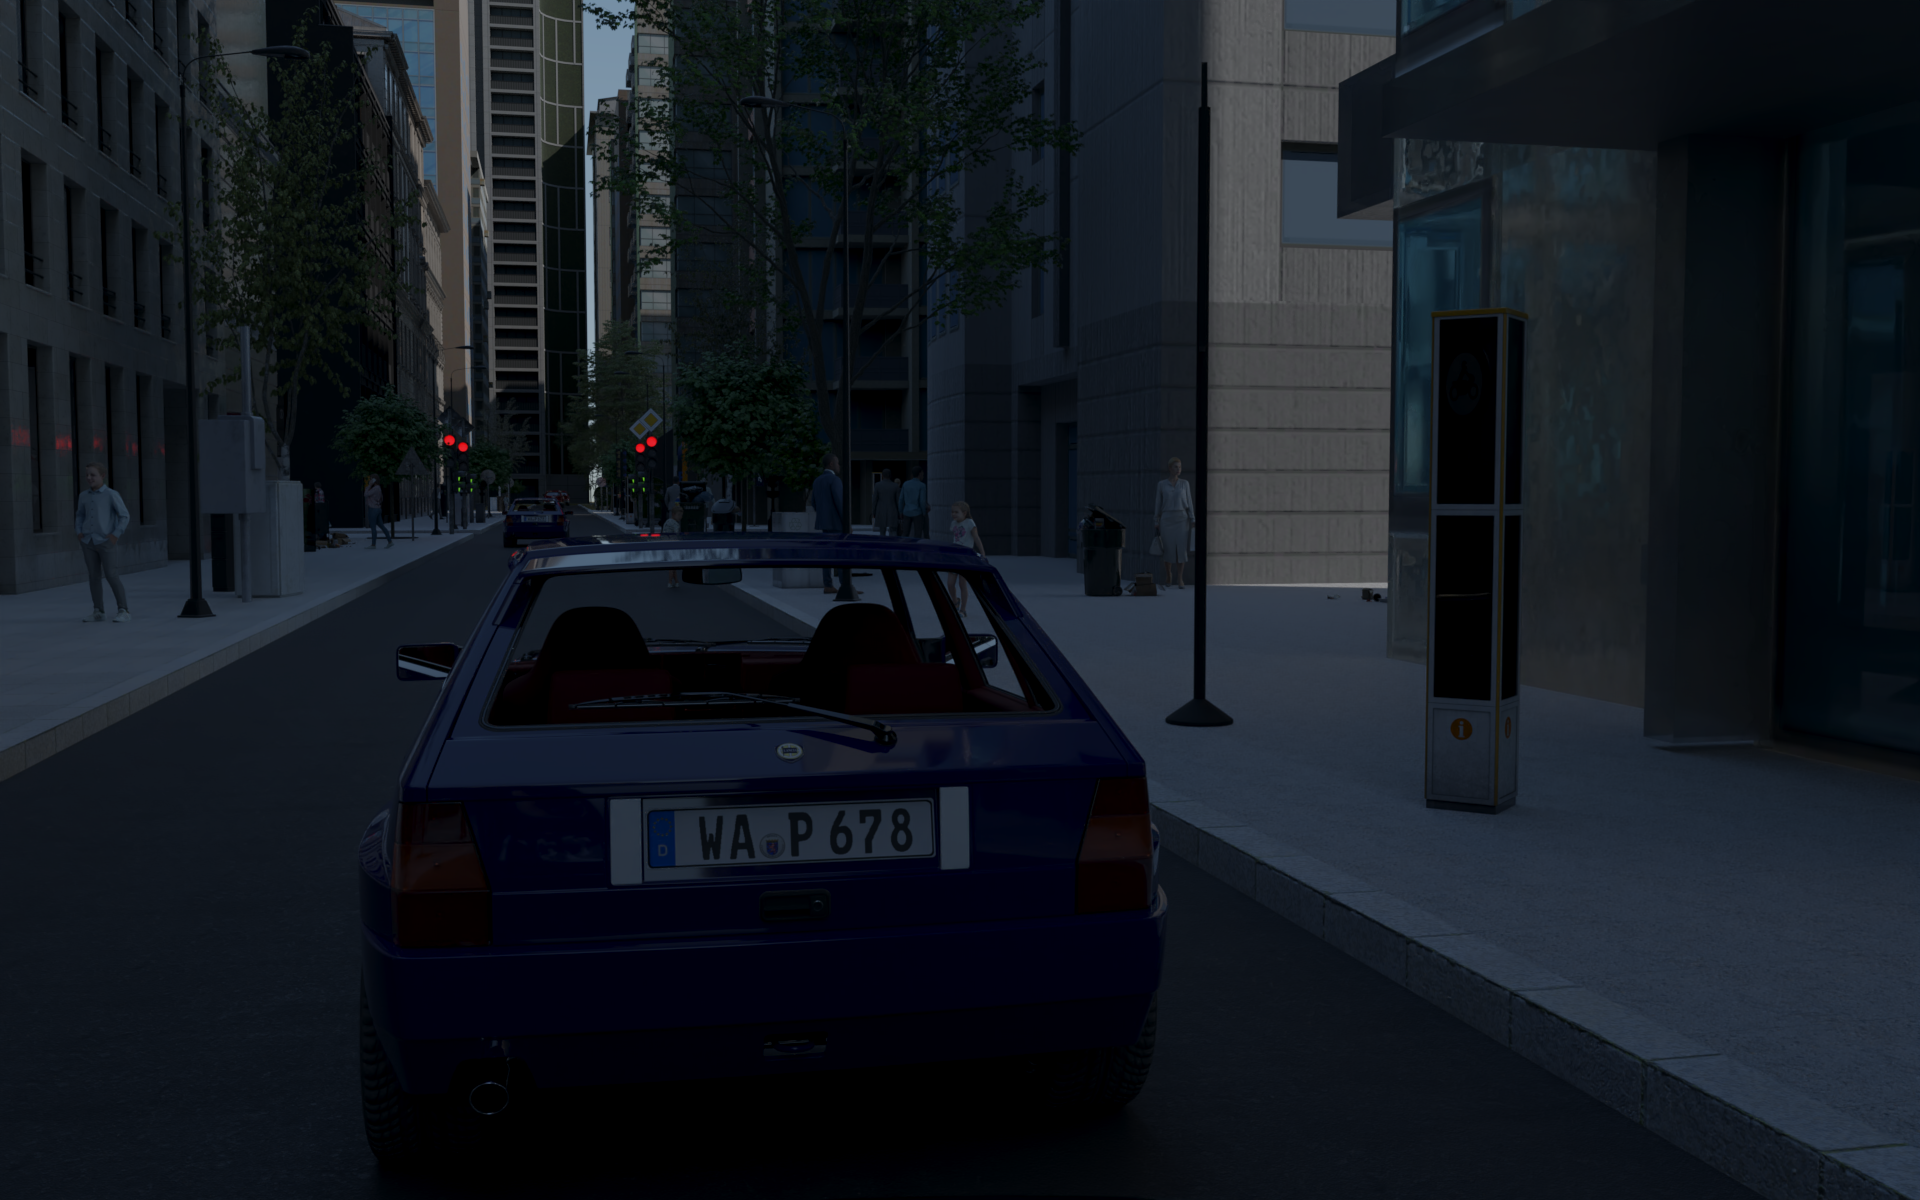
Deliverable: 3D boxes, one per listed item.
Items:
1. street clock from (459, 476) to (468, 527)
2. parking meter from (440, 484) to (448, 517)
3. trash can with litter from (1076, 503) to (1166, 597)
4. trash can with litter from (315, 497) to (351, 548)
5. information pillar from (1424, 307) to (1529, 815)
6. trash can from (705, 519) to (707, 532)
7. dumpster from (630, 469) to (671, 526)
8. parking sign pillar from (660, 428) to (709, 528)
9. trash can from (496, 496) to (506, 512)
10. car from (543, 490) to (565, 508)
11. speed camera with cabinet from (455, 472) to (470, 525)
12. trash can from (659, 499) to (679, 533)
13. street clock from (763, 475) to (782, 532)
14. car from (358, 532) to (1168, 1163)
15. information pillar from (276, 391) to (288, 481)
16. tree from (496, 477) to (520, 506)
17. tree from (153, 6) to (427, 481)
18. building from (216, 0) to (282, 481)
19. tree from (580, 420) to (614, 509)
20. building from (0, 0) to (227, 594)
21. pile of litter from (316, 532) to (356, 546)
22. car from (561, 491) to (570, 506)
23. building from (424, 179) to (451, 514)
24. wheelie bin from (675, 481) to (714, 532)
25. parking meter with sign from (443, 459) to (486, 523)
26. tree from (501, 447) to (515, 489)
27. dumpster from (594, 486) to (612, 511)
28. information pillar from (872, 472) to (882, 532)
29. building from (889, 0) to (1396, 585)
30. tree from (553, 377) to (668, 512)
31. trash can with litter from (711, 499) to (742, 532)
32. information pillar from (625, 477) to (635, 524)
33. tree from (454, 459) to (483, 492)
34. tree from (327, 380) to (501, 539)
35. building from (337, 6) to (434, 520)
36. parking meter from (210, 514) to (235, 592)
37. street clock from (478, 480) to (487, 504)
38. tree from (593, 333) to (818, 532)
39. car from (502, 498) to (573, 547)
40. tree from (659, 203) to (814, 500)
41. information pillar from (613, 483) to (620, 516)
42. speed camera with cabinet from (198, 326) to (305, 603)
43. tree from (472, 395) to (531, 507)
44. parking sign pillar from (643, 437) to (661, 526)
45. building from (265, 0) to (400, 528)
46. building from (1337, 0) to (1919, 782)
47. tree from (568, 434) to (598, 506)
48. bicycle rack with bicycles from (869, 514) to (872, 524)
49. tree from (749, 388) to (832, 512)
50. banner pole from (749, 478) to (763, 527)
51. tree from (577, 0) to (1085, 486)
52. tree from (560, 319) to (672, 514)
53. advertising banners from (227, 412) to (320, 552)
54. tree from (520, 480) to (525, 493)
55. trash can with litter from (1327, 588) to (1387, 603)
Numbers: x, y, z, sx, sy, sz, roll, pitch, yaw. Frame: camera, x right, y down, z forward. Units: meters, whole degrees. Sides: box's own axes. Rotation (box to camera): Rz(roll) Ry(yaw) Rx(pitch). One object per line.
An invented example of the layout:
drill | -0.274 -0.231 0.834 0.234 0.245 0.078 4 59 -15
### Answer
street clock | -19.506 -3.885 68.095 0.471 2.002 0.358 0 4 6
parking meter | -29.053 -5.616 97.524 0.399 1.863 0.255 3 4 39
trash can with litter | 2.031 -0.642 21.885 1.055 1.170 0.624 0 4 -7
trash can with litter | -15.648 -1.836 41.068 2.233 1.210 1.678 -1 4 -17
information pillar | 2.100 -0.157 7.056 0.304 2.012 0.304 2 4 34
trash can | -8.099 -2.548 53.314 0.748 1.137 0.748 0 3 0
dumpster | -12.145 -4.002 67.924 1.502 2.255 1.985 -1 4 -13
parking sign pillar | -10.198 -4.696 65.256 1.447 3.967 1.447 1 4 15
trash can | -32.779 -6.858 123.775 0.748 1.137 0.748 0 3 0
car | -41.484 -10.290 176.912 2.281 1.827 5.304 -1 4 -12
speed camera with cabinet | -20.368 -4.660 70.519 0.660 3.252 2.038 -1 4 -11
trash can | -8.386 -2.368 50.369 0.748 1.137 0.748 0 3 0
street clock | -4.206 -2.100 38.911 0.471 2.002 0.358 3 5 40
car | -0.719 0.452 5.188 1.945 1.354 3.894 -1 4 -12
information pillar | -15.179 -2.906 38.862 0.183 3.616 0.504 -3 5 -42
tree | -37.830 -9.076 142.985 1.663 3.219 1.824 0 3 0
tree | -10.499 -4.684 26.946 4.737 8.622 4.395 0 3 0
building | -27.857 -15.639 41.604 20.117 28.700 13.634 -1 4 -13
tree | -34.762 -13.144 165.267 4.360 8.622 3.978 0 3 0
building | -18.535 -10.507 26.537 10.420 20.320 16.860 -1 4 -13
pile of litter | -15.926 -1.820 43.717 1.176 0.858 1.719 2 4 29
car | -48.332 -12.288 209.578 2.281 1.827 5.304 -1 4 -14
building | -39.325 -17.360 112.716 11.050 23.489 19.941 -1 4 -13
wheelie bin | -6.595 -2.144 42.963 0.980 1.594 0.693 0 4 -4
parking meter with sign | -21.992 -4.933 76.923 1.738 3.016 0.543 0 4 2
tree | -26.275 -6.832 95.423 4.285 4.588 4.351 0 3 0
dumpster | -27.696 -8.082 134.642 1.502 2.255 1.985 -1 4 -13
information pillar | -2.827 -3.334 58.996 0.304 2.012 0.304 -1 4 -9
building | 9.863 -30.366 38.488 21.231 58.520 28.212 -1 4 -13
tree | -24.816 -11.534 122.987 8.767 10.594 7.601 0 4 -3
trash can with litter | -5.349 -1.693 39.065 0.624 1.170 1.055 1 4 9
information pillar | -13.999 -4.217 73.444 0.304 2.012 0.304 -2 4 -28
tree | -24.101 -5.436 83.480 1.663 3.219 1.824 0 3 0
tree | -16.490 -4.053 49.983 4.285 4.588 4.351 0 3 0
building | -34.698 -17.941 90.592 12.463 27.353 25.104 -1 4 -13
parking meter | -9.645 -1.044 22.787 0.255 1.863 0.399 1 4 22
street clock | -24.062 -5.057 87.251 0.471 2.002 0.358 -1 4 -17
tree | -4.499 -3.167 35.502 4.285 4.588 4.351 0 3 0
car | -11.715 -2.166 47.999 1.945 1.354 3.894 -1 4 -12
tree | -5.841 -5.757 44.488 4.360 8.622 3.978 0 3 0
information pillar | -20.469 -6.035 103.166 0.304 2.012 0.304 1 4 9
speed camera with cabinet | -8.669 -1.644 21.220 0.660 3.252 2.038 0 4 -3
tree | -34.252 -10.963 129.608 4.360 8.622 3.978 0 3 0
parking sign pillar | -12.387 -5.039 70.858 1.447 3.967 1.447 -1 4 -16
building | -30.242 -14.746 70.772 12.332 23.373 15.834 -1 4 -13
building | 15.509 -23.378 1.832 23.786 49.044 30.456 -1 4 -13
tree | -39.589 -14.313 184.374 4.737 8.622 4.395 0 3 0
bicycle rack with bicycles | -2.091 -3.319 67.644 2.925 0.926 2.852 0 4 3
tree | -2.765 -2.270 31.719 1.663 3.219 1.824 0 3 0
banner pole | -7.948 -4.768 67.966 0.401 3.779 0.863 -3 5 -42
tree | -1.962 -6.165 26.550 9.928 11.665 9.643 0 3 0
tree | -22.167 -11.932 113.209 7.486 12.596 7.792 0 3 0
advertising banners | -14.947 -2.539 37.701 0.090 3.025 2.074 3 5 41
tree | -49.131 -11.945 189.897 1.663 3.219 1.824 0 3 0
trash can with litter | 5.459 -0.582 20.573 1.678 1.210 2.233 -3 5 -45
